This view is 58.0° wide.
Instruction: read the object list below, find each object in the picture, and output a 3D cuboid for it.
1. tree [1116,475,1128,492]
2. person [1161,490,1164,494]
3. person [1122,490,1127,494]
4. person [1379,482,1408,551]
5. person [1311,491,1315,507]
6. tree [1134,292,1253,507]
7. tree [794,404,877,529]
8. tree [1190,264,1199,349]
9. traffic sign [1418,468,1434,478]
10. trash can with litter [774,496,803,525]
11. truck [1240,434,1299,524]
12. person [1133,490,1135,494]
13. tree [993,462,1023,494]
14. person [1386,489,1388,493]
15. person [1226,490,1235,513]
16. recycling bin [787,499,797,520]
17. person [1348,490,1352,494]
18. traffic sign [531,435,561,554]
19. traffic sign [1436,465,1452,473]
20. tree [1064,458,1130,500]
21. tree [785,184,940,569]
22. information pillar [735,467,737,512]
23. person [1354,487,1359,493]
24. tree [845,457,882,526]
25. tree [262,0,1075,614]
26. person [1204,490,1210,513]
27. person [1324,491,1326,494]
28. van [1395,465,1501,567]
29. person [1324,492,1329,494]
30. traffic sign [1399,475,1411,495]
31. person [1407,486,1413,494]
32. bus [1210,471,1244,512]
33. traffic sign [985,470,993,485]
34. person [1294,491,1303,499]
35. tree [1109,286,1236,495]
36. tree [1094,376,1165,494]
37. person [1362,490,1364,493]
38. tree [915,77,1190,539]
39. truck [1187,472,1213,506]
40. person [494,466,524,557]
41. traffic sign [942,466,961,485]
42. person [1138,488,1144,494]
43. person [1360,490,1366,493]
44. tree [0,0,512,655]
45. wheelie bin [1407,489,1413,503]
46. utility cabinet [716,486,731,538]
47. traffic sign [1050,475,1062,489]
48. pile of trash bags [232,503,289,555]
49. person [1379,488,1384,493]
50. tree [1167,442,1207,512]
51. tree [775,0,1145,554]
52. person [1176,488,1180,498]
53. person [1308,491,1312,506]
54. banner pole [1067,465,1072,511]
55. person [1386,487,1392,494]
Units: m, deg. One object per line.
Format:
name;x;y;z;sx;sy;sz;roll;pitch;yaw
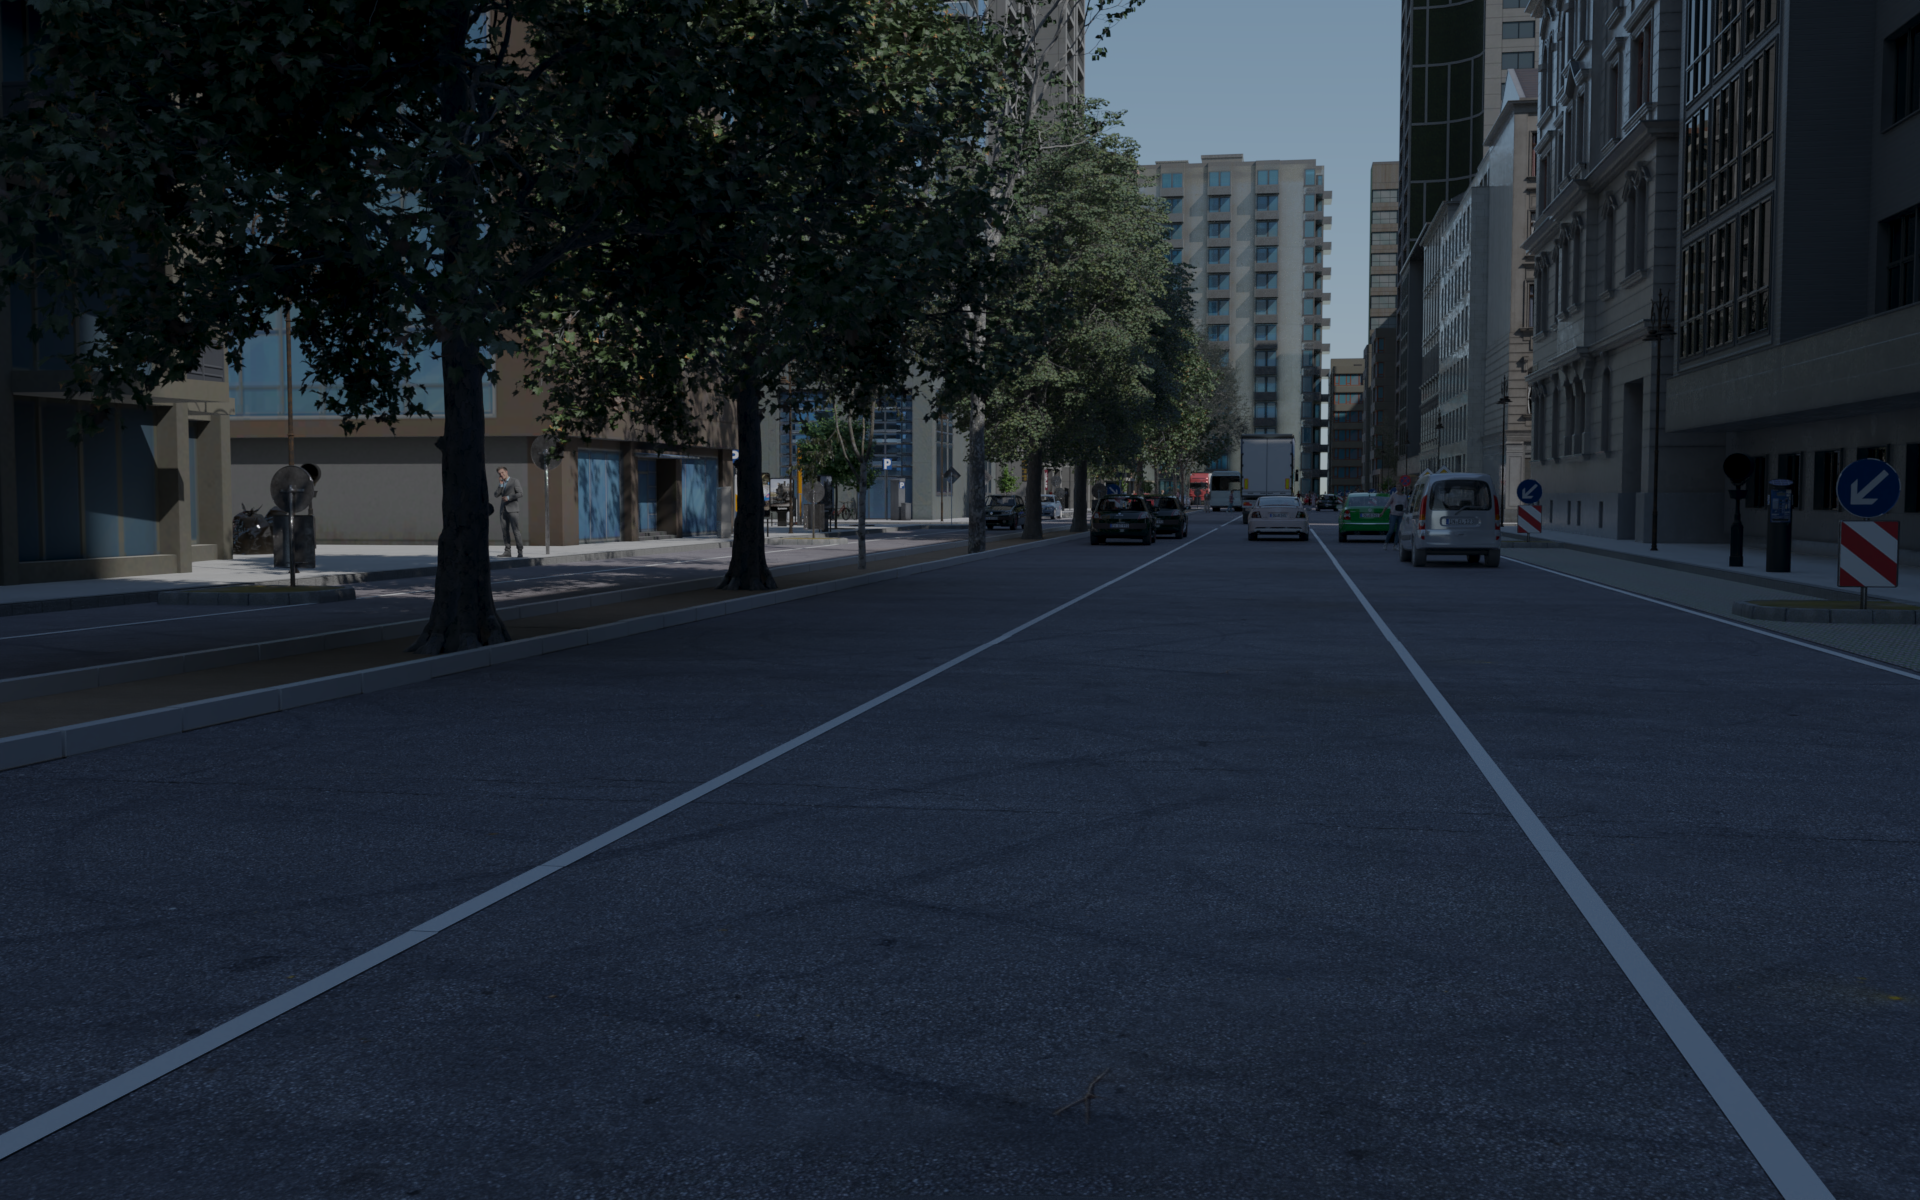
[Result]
tree;15.816;-10.740;170.202;1.663;3.219;1.824;0;3;0
person;15.893;-7.751;135.781;0.362;1.759;0.519;-1;4;-13
person;11.619;-6.971;122.734;0.793;1.790;0.793;-1;4;-18
person;10.994;-2.136;44.101;0.731;1.740;0.598;-1;4;-19
person;39.929;-11.412;195.759;0.551;1.740;0.621;3;5;41
tree;11.558;-11.551;101.684;12.009;13.543;11.850;0;3;0
tree;-4.577;-4.866;63.265;4.285;4.588;4.351;0;3;0
tree;4.485;-9.522;64.789;9.857;13.997;8.962;0;3;0
traffic sign;20.658;-4.544;76.489;0.795;2.593;0.064;1;4;11
trash can with litter;-7.025;-3.760;72.538;1.678;1.210;2.233;-2;4;-26
truck;15.382;-5.948;86.168;2.839;4.237;11.283;1;4;11
person;15.464;-8.872;154.129;0.480;1.755;0.524;-1;4;-12
tree;2.699;-6.498;100.835;1.663;3.219;1.824;0;3;0
person;36.461;-8.636;147.999;0.466;1.731;0.760;1;4;10
person;20.551;-7.470;131.478;0.643;1.720;0.563;1;4;20
recycling bin;-8.407;-4.403;84.549;0.722;1.027;0.722;3;4;37
person;33.625;-8.587;149.076;0.661;1.801;0.590;1;4;10
traffic sign;-8.772;-2.243;36.771;0.768;2.556;0.104;1;4;14
traffic sign;19.186;-4.064;68.640;0.795;2.593;0.064;1;4;11
tree;11.959;-14.085;148.423;7.486;12.596;7.792;0;3;0
tree;-1.830;-4.894;32.830;4.360;8.622;3.978;0;3;0
information pillar;-9.373;-5.063;74.140;0.504;3.616;0.183;-1;4;-8
person;22.535;-5.529;98.747;0.661;1.843;0.795;-3;5;-40
tree;-4.067;-4.569;69.310;1.663;3.219;1.824;0;3;0
tree;-3.141;-6.501;25.756;9.611;12.733;9.660;0;3;0
person;18.754;-7.497;131.621;0.519;1.759;0.362;1;4;19
person;43.468;-12.062;206.265;0.434;1.755;0.990;-2;4;-28
van;9.955;-1.733;35.346;2.013;2.044;4.112;1;4;9
person;42.734;-11.755;201.499;0.742;1.727;0.445;-1;4;-22
traffic sign;29.791;-7.086;115.962;0.768;2.556;0.104;1;4;11
person;31.808;-7.151;122.770;0.655;1.846;0.447;0;4;-1
bus;22.610;-9.218;145.574;2.948;3.499;13.247;1;4;11
traffic sign;1.107;-4.769;80.163;0.795;2.593;0.064;1;4;11
person;40.577;-12.186;207.697;1.348;1.831;0.705;3;5;39
tree;9.288;-10.373;89.066;9.611;12.733;9.660;0;3;0
tree;7.511;-7.795;80.273;4.737;8.622;4.395;0;3;0
person;44.653;-11.351;192.421;0.721;1.735;1.217;-2;4;-26
tree;2.292;-8.879;54.281;9.857;13.997;8.962;0;3;0
truck;30.577;-14.098;219.414;2.839;4.237;11.283;1;4;12
person;-9.141;-1.787;35.061;0.655;1.846;0.447;2;4;23
traffic sign;-0.365;-4.289;72.314;0.795;2.593;0.064;1;4;11
person;8.033;-4.124;76.934;0.522;1.701;0.512;0;4;1
person;42.116;-10.683;181.504;0.742;1.727;0.445;-1;4;-12
tree;-4.482;-5.874;15.513;9.611;12.733;9.660;0;3;0
wheelie bin;28.655;-6.241;109.955;0.693;1.594;0.980;1;4;13
utility cabinet;-6.896;-2.557;50.481;0.318;1.500;1.173;-1;4;-15
traffic sign;6.557;-7.237;118.432;0.768;2.556;0.104;1;4;12
pile of trash bags;-16.072;-1.717;37.821;3.447;1.369;1.912;2;4;27
person;35.613;-8.554;146.169;0.520;1.790;0.573;-1;4;-16
tree;17.934;-11.260;136.921;4.360;8.622;3.978;0;3;0
tree;-0.635;-11.214;41.701;12.611;20.169;13.585;0;3;0
person;14.749;-6.682;117.754;0.388;1.821;0.555;-1;4;-16
person;43.088;-12.522;213.249;0.705;1.823;1.348;2;4;24
banner pole;8.566;-8.852;134.743;0.401;3.779;0.863;0;4;2
person;27.816;-6.355;111.763;0.648;1.900;0.474;0;4;-1
